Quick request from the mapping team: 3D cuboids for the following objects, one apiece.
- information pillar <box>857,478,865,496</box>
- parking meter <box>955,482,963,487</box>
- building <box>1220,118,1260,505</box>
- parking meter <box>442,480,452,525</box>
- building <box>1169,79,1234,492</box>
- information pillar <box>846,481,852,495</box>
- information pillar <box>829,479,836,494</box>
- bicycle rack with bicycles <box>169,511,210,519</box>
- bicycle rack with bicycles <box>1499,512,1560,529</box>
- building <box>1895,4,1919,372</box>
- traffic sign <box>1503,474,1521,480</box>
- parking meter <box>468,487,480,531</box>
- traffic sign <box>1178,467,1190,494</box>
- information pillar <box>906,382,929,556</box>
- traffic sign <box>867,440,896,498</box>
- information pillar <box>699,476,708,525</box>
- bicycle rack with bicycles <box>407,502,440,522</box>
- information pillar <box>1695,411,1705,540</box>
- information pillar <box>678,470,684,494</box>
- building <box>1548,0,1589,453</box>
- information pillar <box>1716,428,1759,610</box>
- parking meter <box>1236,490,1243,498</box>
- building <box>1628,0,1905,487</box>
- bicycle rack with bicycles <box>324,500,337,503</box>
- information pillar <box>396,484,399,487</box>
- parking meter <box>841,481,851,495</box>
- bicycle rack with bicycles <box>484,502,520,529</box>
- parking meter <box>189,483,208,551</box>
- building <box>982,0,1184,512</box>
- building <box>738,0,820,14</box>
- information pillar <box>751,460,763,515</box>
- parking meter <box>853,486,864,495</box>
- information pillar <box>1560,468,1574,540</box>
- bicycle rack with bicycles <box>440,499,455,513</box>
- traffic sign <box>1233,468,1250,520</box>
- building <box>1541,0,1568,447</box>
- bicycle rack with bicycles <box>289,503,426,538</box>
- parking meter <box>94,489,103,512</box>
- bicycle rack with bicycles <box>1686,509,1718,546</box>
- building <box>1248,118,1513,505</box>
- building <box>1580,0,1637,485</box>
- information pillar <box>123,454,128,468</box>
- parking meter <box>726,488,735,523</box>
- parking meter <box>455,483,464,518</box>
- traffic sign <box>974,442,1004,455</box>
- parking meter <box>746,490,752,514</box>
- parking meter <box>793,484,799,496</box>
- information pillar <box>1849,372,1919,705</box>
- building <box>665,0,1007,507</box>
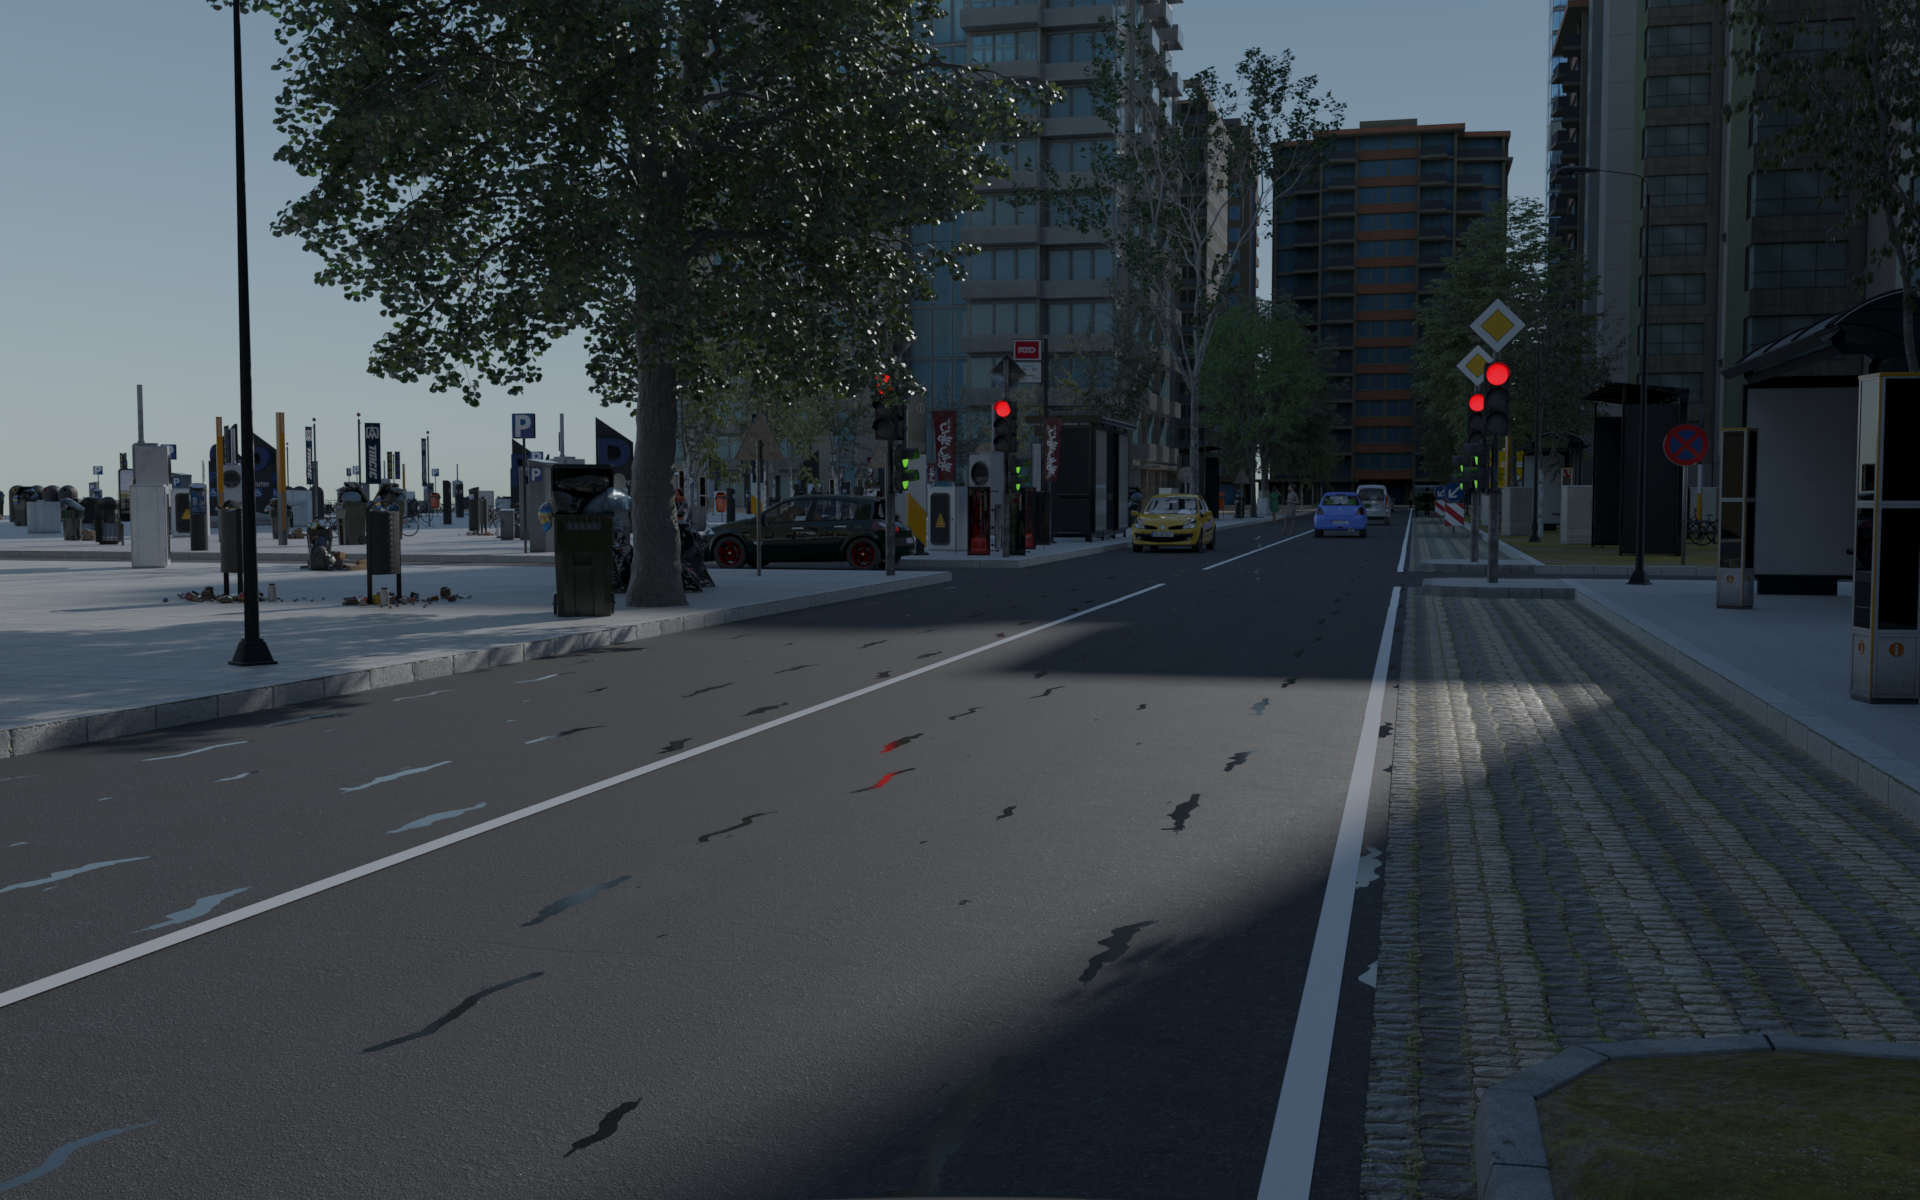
[{"bbox_3d":[-4.664,-4.717,81.618,0.304,2.012,0.304,1,4,11],"label":"information pillar"},{"bbox_3d":[-0.059,-5.004,87.521,0.399,1.863,0.255,3,5,41],"label":"parking meter"},{"bbox_3d":[28.020,-34.077,207.262,14.200,45.320,14.600,1,4,15],"label":"building"},{"bbox_3d":[-21.595,-4.112,72.938,0.255,1.863,0.399,0,4,4],"label":"parking meter"},{"bbox_3d":[12.747,-28.793,162.644,23.993,40.220,32.217,1,4,15],"label":"building"},{"bbox_3d":[-6.182,-5.616,96.318,0.304,2.012,0.304,0,4,4],"label":"information pillar"},{"bbox_3d":[-6.105,-4.825,83.386,0.304,2.012,0.304,1,4,16],"label":"information pillar"},{"bbox_3d":[-29.963,-3.382,68.673,2.852,0.926,2.925,0,4,2],"label":"bicycle rack with bicycles"},{"bbox_3d":[20.975,-3.066,63.505,2.925,0.926,2.852,-1,4,-13],"label":"bicycle rack with bicycles"},{"bbox_3d":[38.021,-36.980,42.868,20.611,71.187,20.563,1,4,15],"label":"building"},{"bbox_3d":[25.416,-4.811,79.853,0.795,2.450,0.064,1,4,20],"label":"traffic sign"},{"bbox_3d":[-16.818,-3.152,59.948,0.372,1.533,0.369,0,3,0],"label":"parking meter"},{"bbox_3d":[10.541,-4.937,80.828,0.768,2.556,0.104,1,4,15],"label":"traffic sign"},{"bbox_3d":[-0.900,-2.739,36.139,0.504,3.616,0.183,-3,5,-41],"label":"information pillar"},{"bbox_3d":[-1.494,-2.157,35.270,0.884,2.594,0.081,1,4,19],"label":"traffic sign"},{"bbox_3d":[-10.621,-4.111,71.705,0.304,2.012,0.304,0,4,3],"label":"information pillar"},{"bbox_3d":[-25.207,-3.946,77.903,2.925,0.926,2.852,-1,4,-23],"label":"bicycle rack with bicycles"},{"bbox_3d":[20.776,-3.500,48.579,0.183,3.616,0.504,2,4,30],"label":"information pillar"},{"bbox_3d":[-8.319,-2.914,52.137,0.304,2.012,0.304,0,4,-6],"label":"information pillar"},{"bbox_3d":[63.402,-30.382,151.373,22.147,44.769,28.867,1,4,15],"label":"building"},{"bbox_3d":[8.691,-0.910,19.368,0.304,2.012,0.304,-3,5,-43],"label":"information pillar"},{"bbox_3d":[15.935,-5.523,98.704,0.372,1.533,0.369,0,3,0],"label":"parking meter"},{"bbox_3d":[43.705,-19.719,94.101,14.160,30.474,14.107,1,4,15],"label":"building"},{"bbox_3d":[-39.275,-5.782,107.923,2.852,0.926,2.925,2,4,27],"label":"bicycle rack with bicycles"},{"bbox_3d":[-39.660,-7.189,122.033,0.304,2.012,0.304,-1,4,-9],"label":"information pillar"},{"bbox_3d":[-5.066,-4.346,76.771,0.399,1.863,0.255,1,4,10],"label":"parking meter"},{"bbox_3d":[-16.656,-3.117,64.350,2.852,0.926,2.925,-1,4,-12],"label":"bicycle rack with bicycles"},{"bbox_3d":[-17.255,-1.886,39.255,0.372,1.533,0.369,0,3,0],"label":"parking meter"},{"bbox_3d":[4.154,-31.025,126.867,23.786,49.044,30.456,1,4,15],"label":"building"},{"bbox_3d":[-16.099,-47.874,220.996,20.611,71.187,20.563,1,4,15],"label":"building"},{"bbox_3d":[-8.122,-4.770,69.336,0.504,3.616,0.183,0,4,0],"label":"information pillar"},{"bbox_3d":[-3.309,-2.946,56.572,0.372,1.533,0.369,0,3,0],"label":"parking meter"},{"bbox_3d":[17.061,-2.704,48.709,0.304,2.012,0.304,2,4,23],"label":"information pillar"},{"bbox_3d":[-35.703,-6.523,120.035,2.925,0.926,2.852,-2,4,-27],"label":"bicycle rack with bicycles"},{"bbox_3d":[14.117,-5.314,86.889,0.884,2.594,0.081,1,4,16],"label":"traffic sign"},{"bbox_3d":[78.828,-54.054,196.448,31.000,86.520,22.319,1,4,15],"label":"building"},{"bbox_3d":[-17.876,-2.319,51.303,2.925,0.926,2.852,0,4,5],"label":"bicycle rack with bicycles"},{"bbox_3d":[-40.531,-4.469,81.474,0.372,1.533,0.369,0,3,0],"label":"parking meter"},{"bbox_3d":[18.072,-1.862,43.819,2.925,0.926,2.852,1,4,17],"label":"bicycle rack with bicycles"},{"bbox_3d":[49.859,-33.704,205.676,28.867,44.769,22.147,1,4,15],"label":"building"},{"bbox_3d":[55.830,-35.559,123.381,21.231,58.520,28.212,1,4,15],"label":"building"},{"bbox_3d":[-48.559,-6.691,100.754,0.504,3.616,0.183,3,4,37],"label":"information pillar"},{"bbox_3d":[-9.498,-3.875,71.768,0.372,1.533,0.369,0,3,0],"label":"parking meter"},{"bbox_3d":[-27.207,-5.409,94.151,0.255,1.863,0.399,3,5,42],"label":"parking meter"},{"bbox_3d":[0.694,-2.564,42.029,0.768,2.556,0.104,1,4,18],"label":"traffic sign"},{"bbox_3d":[-13.472,-6.251,110.619,0.372,1.533,0.369,0,3,0],"label":"parking meter"},{"bbox_3d":[-9.524,-5.772,100.085,0.399,1.863,0.255,3,5,44],"label":"parking meter"},{"bbox_3d":[5.708,-0.376,10.637,0.304,2.012,0.304,0,4,4],"label":"information pillar"},{"bbox_3d":[-13.131,-33.834,172.793,30.456,49.044,23.786,1,4,15],"label":"building"}]
